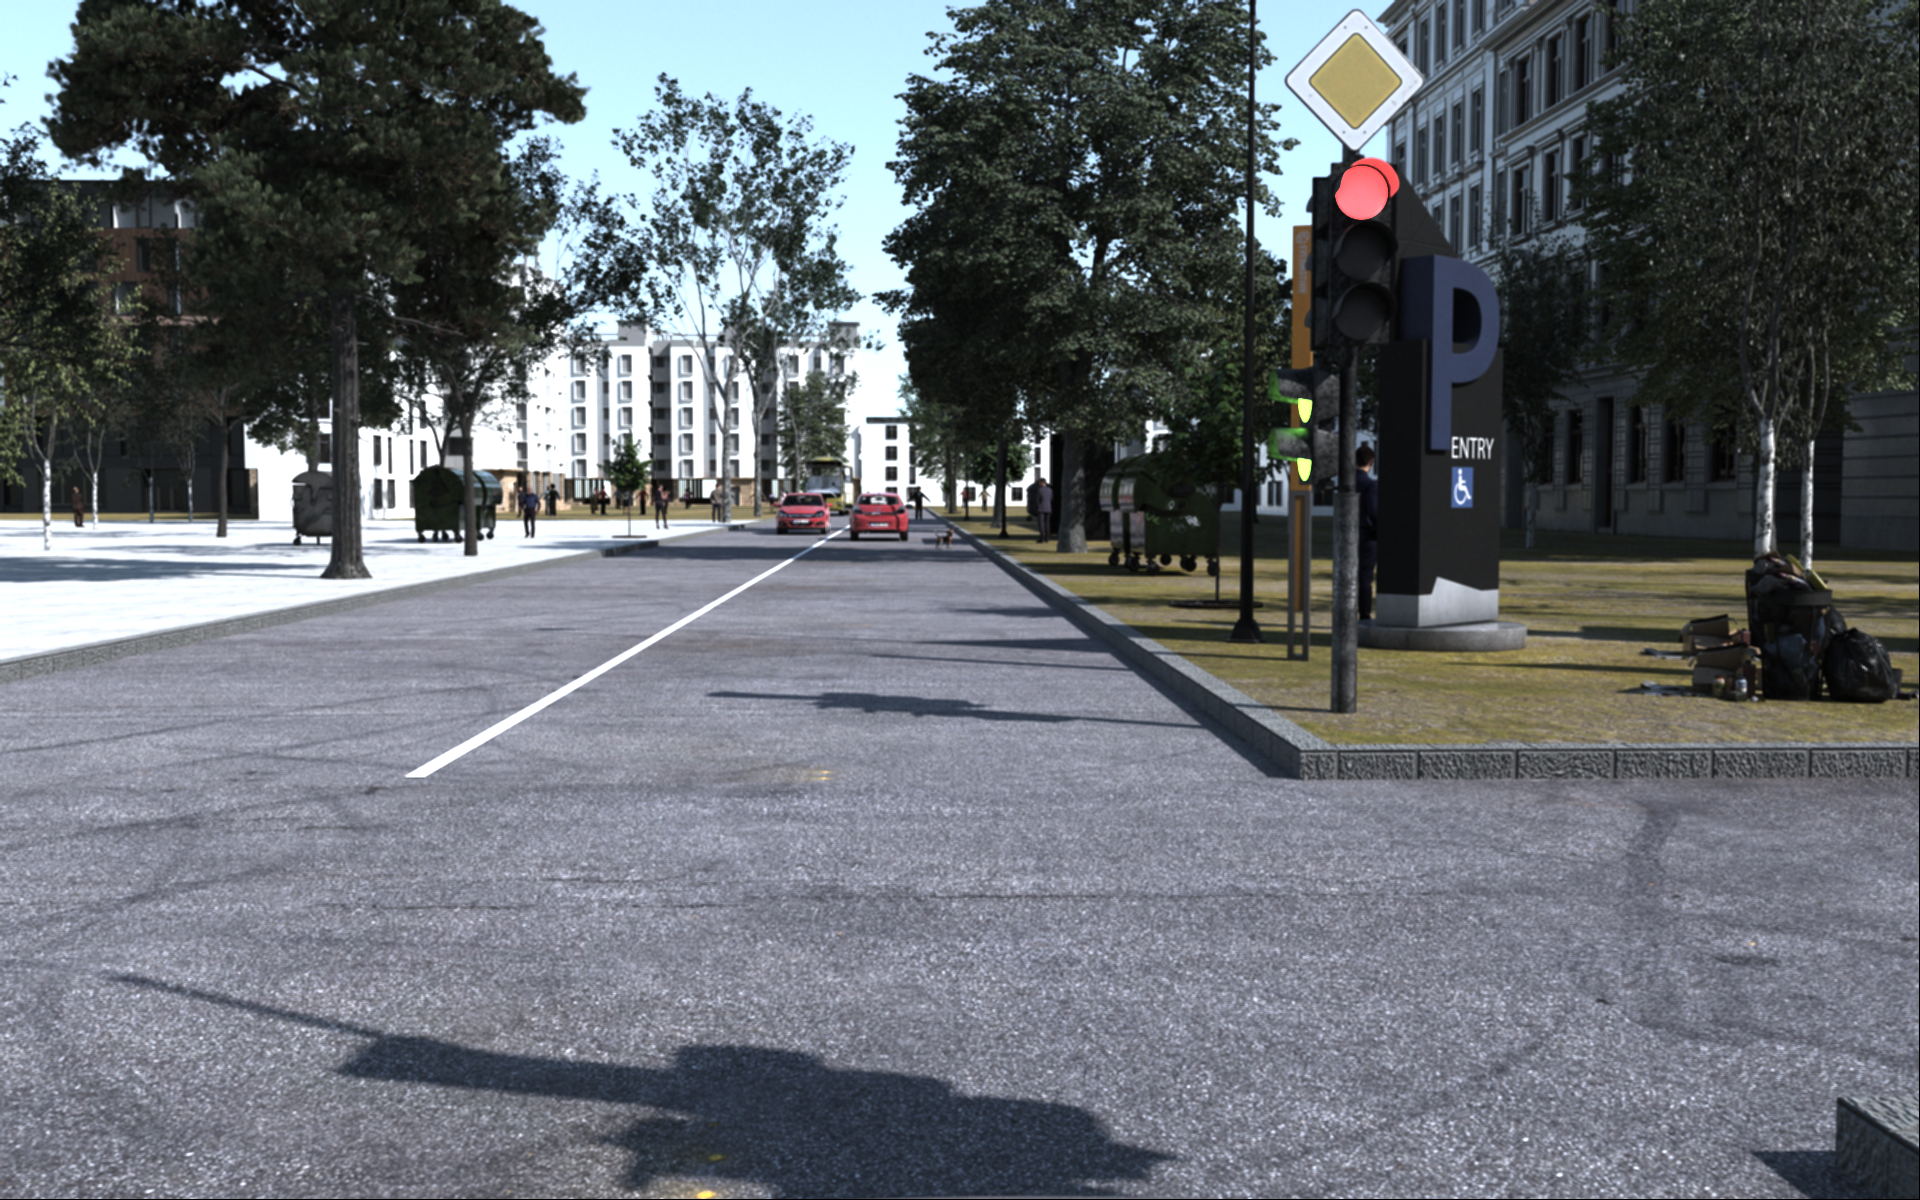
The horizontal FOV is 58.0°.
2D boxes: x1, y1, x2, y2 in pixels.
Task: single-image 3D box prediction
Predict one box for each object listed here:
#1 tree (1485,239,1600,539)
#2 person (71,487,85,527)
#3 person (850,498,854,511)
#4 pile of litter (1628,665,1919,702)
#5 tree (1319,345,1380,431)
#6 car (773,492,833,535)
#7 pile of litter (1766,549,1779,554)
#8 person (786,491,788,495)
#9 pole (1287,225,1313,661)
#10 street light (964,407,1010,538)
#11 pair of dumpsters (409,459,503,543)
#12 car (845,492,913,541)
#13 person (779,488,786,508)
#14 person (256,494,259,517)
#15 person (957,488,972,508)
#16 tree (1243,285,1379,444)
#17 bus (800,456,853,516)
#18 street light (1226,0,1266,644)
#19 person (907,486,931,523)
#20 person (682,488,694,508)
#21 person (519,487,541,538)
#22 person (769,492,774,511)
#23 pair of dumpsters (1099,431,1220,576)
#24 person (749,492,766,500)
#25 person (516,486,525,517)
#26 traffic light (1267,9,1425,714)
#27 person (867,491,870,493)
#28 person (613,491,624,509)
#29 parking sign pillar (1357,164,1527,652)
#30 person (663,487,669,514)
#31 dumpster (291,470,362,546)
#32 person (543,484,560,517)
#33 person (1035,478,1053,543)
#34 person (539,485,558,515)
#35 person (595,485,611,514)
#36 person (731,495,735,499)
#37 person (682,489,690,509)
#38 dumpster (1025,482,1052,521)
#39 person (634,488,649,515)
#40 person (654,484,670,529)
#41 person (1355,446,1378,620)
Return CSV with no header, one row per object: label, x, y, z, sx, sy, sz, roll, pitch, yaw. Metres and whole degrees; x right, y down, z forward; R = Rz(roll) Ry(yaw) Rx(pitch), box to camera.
tree,16.118,-6.046,49.207,4.737,8.622,4.395,0,3,0
person,-34.337,-3.613,67.380,0.482,1.546,0.388,0,4,1
person,-9.374,-8.427,149.519,0.421,1.427,0.697,1,4,10
pile of litter,5.227,0.175,11.101,1.719,0.858,1.176,2,4,25
tree,10.252,-6.387,54.783,4.737,8.622,4.395,0,3,0
car,-5.643,-3.274,62.563,2.155,1.783,4.494,0,4,-2
pile of litter,6.282,0.012,13.764,1.719,0.858,1.176,0,4,7
person,-16.665,-9.625,166.555,1.217,1.739,0.721,-1,4,-18
pole,2.617,-1.189,13.286,0.158,3.312,0.155,0,3,0
street light,0.733,-4.752,50.230,1.470,5.913,1.316,0,4,-2
pair of dumpsters,-13.659,-2.722,47.002,1.574,2.255,4.436,0,4,-2
car,-2.538,-2.771,54.354,2.155,1.783,4.494,0,4,-3
person,-12.725,-7.219,124.743,0.621,1.740,0.551,0,4,3
person,-39.747,-5.600,98.530,0.530,1.710,0.541,-2,4,-28
person,0.396,-9.213,156.613,1.348,1.831,0.705,-1,4,-14
tree,13.489,-8.033,65.746,7.601,10.594,8.767,1,4,9
bus,-8.821,-7.672,116.978,2.896,3.916,12.252,0,4,0
street light,1.940,-2.586,14.821,1.470,5.913,1.316,0,4,-2
person,-2.228,-5.251,93.987,1.348,1.869,0.705,0,4,-6
person,-24.823,-9.341,158.405,1.348,1.869,0.705,2,4,25
person,-12.706,-2.578,50.880,0.574,1.496,0.600,2,4,34
person,-14.087,-7.358,129.586,0.421,1.427,0.697,0,4,-7
pair of dumpsters,3.354,-1.616,28.923,1.574,2.255,4.436,0,4,-2
person,-11.861,-5.794,101.457,1.217,1.739,0.721,2,4,29
person,-24.226,-5.422,95.612,0.530,1.710,0.541,-3,4,-36
traffic light,2.238,-1.274,10.073,0.839,4.213,0.868,0,4,-2
person,-6.602,-7.111,126.238,0.593,1.643,0.415,-1,4,-13
person,-29.655,-8.819,150.220,1.348,1.826,0.705,2,4,30
parking sign pillar,4.072,-1.600,14.639,1.447,3.967,1.447,-3,5,-44
person,-18.570,-6.308,109.868,0.721,1.739,1.217,0,4,-2
dumpster,-15.861,-2.297,43.317,1.264,1.857,1.865,0,4,-2
person,-23.303,-5.711,99.052,0.705,1.869,1.348,2,4,29
person,2.202,-2.355,45.464,0.541,1.710,0.530,-1,4,-21
person,-24.666,-5.978,103.864,1.350,1.814,0.705,-3,4,-38
person,-22.484,-6.320,109.306,1.348,1.831,0.705,3,5,44
person,-15.793,-6.810,117.020,1.348,1.869,0.705,2,4,29
person,-23.872,-8.819,150.924,0.721,1.739,1.217,2,4,28
dumpster,3.788,-4.671,82.137,1.264,1.857,1.865,0,4,-2
person,-19.460,-6.122,106.071,0.705,1.831,1.348,2,4,28
person,-10.939,-3.428,63.562,0.593,1.643,0.415,-1,4,-11
person,3.861,-0.596,16.494,0.504,1.737,0.576,-3,4,-39
